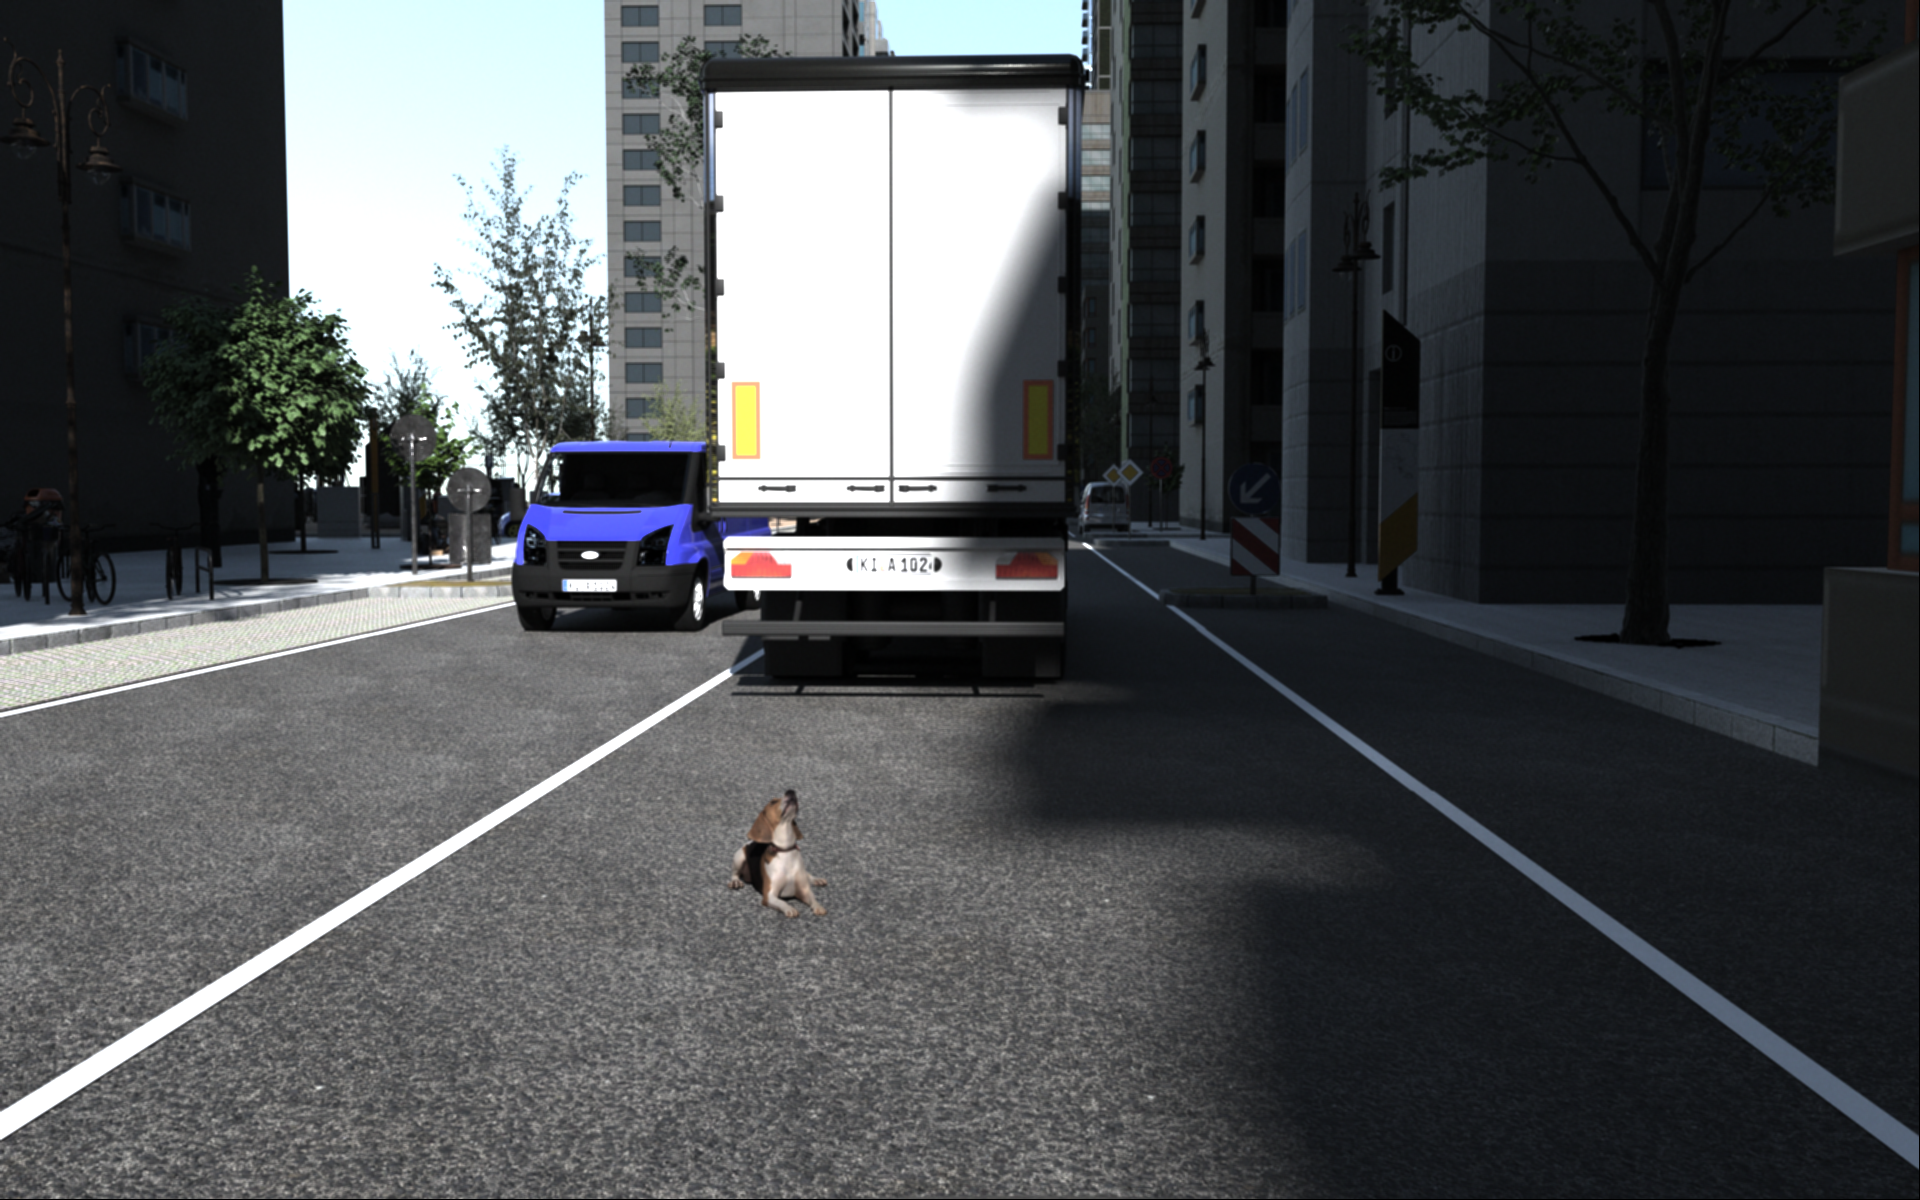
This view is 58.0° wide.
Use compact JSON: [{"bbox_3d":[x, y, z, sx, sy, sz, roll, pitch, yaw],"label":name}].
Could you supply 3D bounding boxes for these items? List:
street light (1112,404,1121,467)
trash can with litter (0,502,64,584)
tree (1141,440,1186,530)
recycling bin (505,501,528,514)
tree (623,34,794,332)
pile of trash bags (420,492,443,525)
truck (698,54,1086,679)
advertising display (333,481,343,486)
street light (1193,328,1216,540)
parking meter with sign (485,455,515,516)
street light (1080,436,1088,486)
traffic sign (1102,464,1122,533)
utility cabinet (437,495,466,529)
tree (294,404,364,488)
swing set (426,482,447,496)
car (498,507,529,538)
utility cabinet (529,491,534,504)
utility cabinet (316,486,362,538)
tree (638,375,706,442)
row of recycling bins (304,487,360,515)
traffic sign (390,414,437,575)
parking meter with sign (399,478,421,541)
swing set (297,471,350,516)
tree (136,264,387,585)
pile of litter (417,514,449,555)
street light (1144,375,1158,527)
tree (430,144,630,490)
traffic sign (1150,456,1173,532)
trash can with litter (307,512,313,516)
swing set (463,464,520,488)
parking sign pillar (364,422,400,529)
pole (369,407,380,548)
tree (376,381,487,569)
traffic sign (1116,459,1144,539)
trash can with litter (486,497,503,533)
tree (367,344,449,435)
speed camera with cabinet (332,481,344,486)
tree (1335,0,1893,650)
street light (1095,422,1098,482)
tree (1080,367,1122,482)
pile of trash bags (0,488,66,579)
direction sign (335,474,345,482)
[{"bbox_3d":[8.051,-7.088,88.669,0.468,5.910,1.993,0,4,2],"label":"street light"},{"bbox_3d":[-13.533,-0.830,24.950,1.055,1.170,0.624,-3,4,-37],"label":"trash can with litter"},{"bbox_3d":[7.327,-4.149,62.442,1.663,3.219,1.824,0,3,0],"label":"tree"},{"bbox_3d":[-15.806,-3.011,61.779,0.722,1.027,0.722,0,4,-5],"label":"recycling bin"},{"bbox_3d":[-7.391,-13.081,69.770,12.611,20.169,13.585,0,3,0],"label":"tree"},{"bbox_3d":[-23.439,-4.173,77.979,1.912,1.369,3.447,1,4,19],"label":"pile of trash bags"},{"bbox_3d":[-0.169,-1.700,16.716,2.839,4.237,11.283,0,4,3],"label":"truck"},{"bbox_3d":[-30.083,-4.804,83.759,0.123,1.923,0.974,0,4,2],"label":"advertising display"},{"bbox_3d":[6.821,-4.628,48.455,0.468,5.910,1.993,0,4,2],"label":"street light"},{"bbox_3d":[-20.376,-4.982,77.709,1.738,3.016,0.543,1,4,15],"label":"parking meter with sign"},{"bbox_3d":[9.520,-9.711,131.556,0.468,5.910,1.993,0,4,2],"label":"street light"},{"bbox_3d":[5.051,-3.258,56.903,0.795,2.450,0.064,0,4,2],"label":"traffic sign"},{"bbox_3d":[-18.763,-3.228,63.944,1.020,1.237,0.306,1,4,14],"label":"utility cabinet"},{"bbox_3d":[-27.909,-7.367,70.815,4.737,8.622,4.395,0,3,0],"label":"tree"},{"bbox_3d":[-34.394,-7.294,116.881,2.862,2.851,3.119,1,4,16],"label":"swing set"},{"bbox_3d":[-12.231,-2.646,52.854,3.694,1.707,1.945,0,4,3],"label":"car"},{"bbox_3d":[-28.943,-6.741,118.901,1.173,1.500,0.318,-1,4,-20],"label":"utility cabinet"},{"bbox_3d":[-17.974,-2.537,50.155,1.173,1.500,0.318,0,4,-4],"label":"utility cabinet"},{"bbox_3d":[-17.943,-9.658,108.273,4.737,8.622,4.395,0,3,0],"label":"tree"},{"bbox_3d":[-37.954,-5.982,104.917,3.534,1.692,1.069,-2,4,-30],"label":"row of recycling bins"},{"bbox_3d":[-8.690,-1.677,27.525,0.768,2.556,0.104,0,4,5],"label":"traffic sign"},{"bbox_3d":[-15.202,-3.148,47.724,0.543,3.016,1.738,-2,4,-27],"label":"parking meter with sign"},{"bbox_3d":[-24.580,-4.142,65.347,3.119,2.851,2.862,1,4,13],"label":"swing set"},{"bbox_3d":[-10.069,-2.522,24.953,4.285,4.588,4.351,0,3,0],"label":"tree"},{"bbox_3d":[-10.922,-1.408,36.987,1.176,0.858,1.719,3,5,39],"label":"pile of litter"},{"bbox_3d":[7.397,-5.774,67.199,0.468,5.910,1.993,0,4,2],"label":"street light"},{"bbox_3d":[-8.994,-5.277,36.643,4.360,8.622,3.978,0,3,0],"label":"tree"},{"bbox_3d":[6.826,-3.584,58.710,0.768,2.556,0.104,0,4,8],"label":"traffic sign"},{"bbox_3d":[-37.132,-5.406,99.773,1.055,1.170,0.624,1,4,8],"label":"trash can with litter"},{"bbox_3d":[-24.688,-5.755,91.716,3.119,2.851,2.862,-1,4,-9],"label":"swing set"},{"bbox_3d":[-21.550,-4.666,64.760,1.447,3.967,1.447,1,4,17],"label":"parking sign pillar"},{"bbox_3d":[-13.813,-2.874,40.839,0.158,3.312,0.155,0,3,0],"label":"pole"},{"bbox_3d":[-9.290,-2.159,29.907,1.663,3.219,1.824,0,3,0],"label":"tree"},{"bbox_3d":[4.793,-2.769,48.922,0.795,2.450,0.064,0,4,2],"label":"traffic sign"},{"bbox_3d":[-15.488,-2.804,57.227,0.624,1.170,1.055,-2,4,-31],"label":"trash can with litter"},{"bbox_3d":[-27.026,-8.182,84.131,4.737,8.622,4.395,0,3,0],"label":"tree"},{"bbox_3d":[-41.835,-7.575,118.192,2.038,3.252,0.660,1,4,11],"label":"speed camera with cabinet"},{"bbox_3d":[6.015,-5.423,14.427,9.928,11.665,9.643,0,3,0],"label":"tree"},{"bbox_3d":[8.685,-8.411,110.312,0.468,5.910,1.993,0,4,2],"label":"street light"},{"bbox_3d":[8.308,-9.120,99.480,4.360,8.622,3.978,0,3,0],"label":"tree"},{"bbox_3d":[-14.974,-1.051,26.930,3.447,1.369,1.912,2,4,33],"label":"pile of trash bags"},{"bbox_3d":[-40.100,-7.336,111.932,0.379,3.537,0.876,2,4,28],"label":"direction sign"}]
